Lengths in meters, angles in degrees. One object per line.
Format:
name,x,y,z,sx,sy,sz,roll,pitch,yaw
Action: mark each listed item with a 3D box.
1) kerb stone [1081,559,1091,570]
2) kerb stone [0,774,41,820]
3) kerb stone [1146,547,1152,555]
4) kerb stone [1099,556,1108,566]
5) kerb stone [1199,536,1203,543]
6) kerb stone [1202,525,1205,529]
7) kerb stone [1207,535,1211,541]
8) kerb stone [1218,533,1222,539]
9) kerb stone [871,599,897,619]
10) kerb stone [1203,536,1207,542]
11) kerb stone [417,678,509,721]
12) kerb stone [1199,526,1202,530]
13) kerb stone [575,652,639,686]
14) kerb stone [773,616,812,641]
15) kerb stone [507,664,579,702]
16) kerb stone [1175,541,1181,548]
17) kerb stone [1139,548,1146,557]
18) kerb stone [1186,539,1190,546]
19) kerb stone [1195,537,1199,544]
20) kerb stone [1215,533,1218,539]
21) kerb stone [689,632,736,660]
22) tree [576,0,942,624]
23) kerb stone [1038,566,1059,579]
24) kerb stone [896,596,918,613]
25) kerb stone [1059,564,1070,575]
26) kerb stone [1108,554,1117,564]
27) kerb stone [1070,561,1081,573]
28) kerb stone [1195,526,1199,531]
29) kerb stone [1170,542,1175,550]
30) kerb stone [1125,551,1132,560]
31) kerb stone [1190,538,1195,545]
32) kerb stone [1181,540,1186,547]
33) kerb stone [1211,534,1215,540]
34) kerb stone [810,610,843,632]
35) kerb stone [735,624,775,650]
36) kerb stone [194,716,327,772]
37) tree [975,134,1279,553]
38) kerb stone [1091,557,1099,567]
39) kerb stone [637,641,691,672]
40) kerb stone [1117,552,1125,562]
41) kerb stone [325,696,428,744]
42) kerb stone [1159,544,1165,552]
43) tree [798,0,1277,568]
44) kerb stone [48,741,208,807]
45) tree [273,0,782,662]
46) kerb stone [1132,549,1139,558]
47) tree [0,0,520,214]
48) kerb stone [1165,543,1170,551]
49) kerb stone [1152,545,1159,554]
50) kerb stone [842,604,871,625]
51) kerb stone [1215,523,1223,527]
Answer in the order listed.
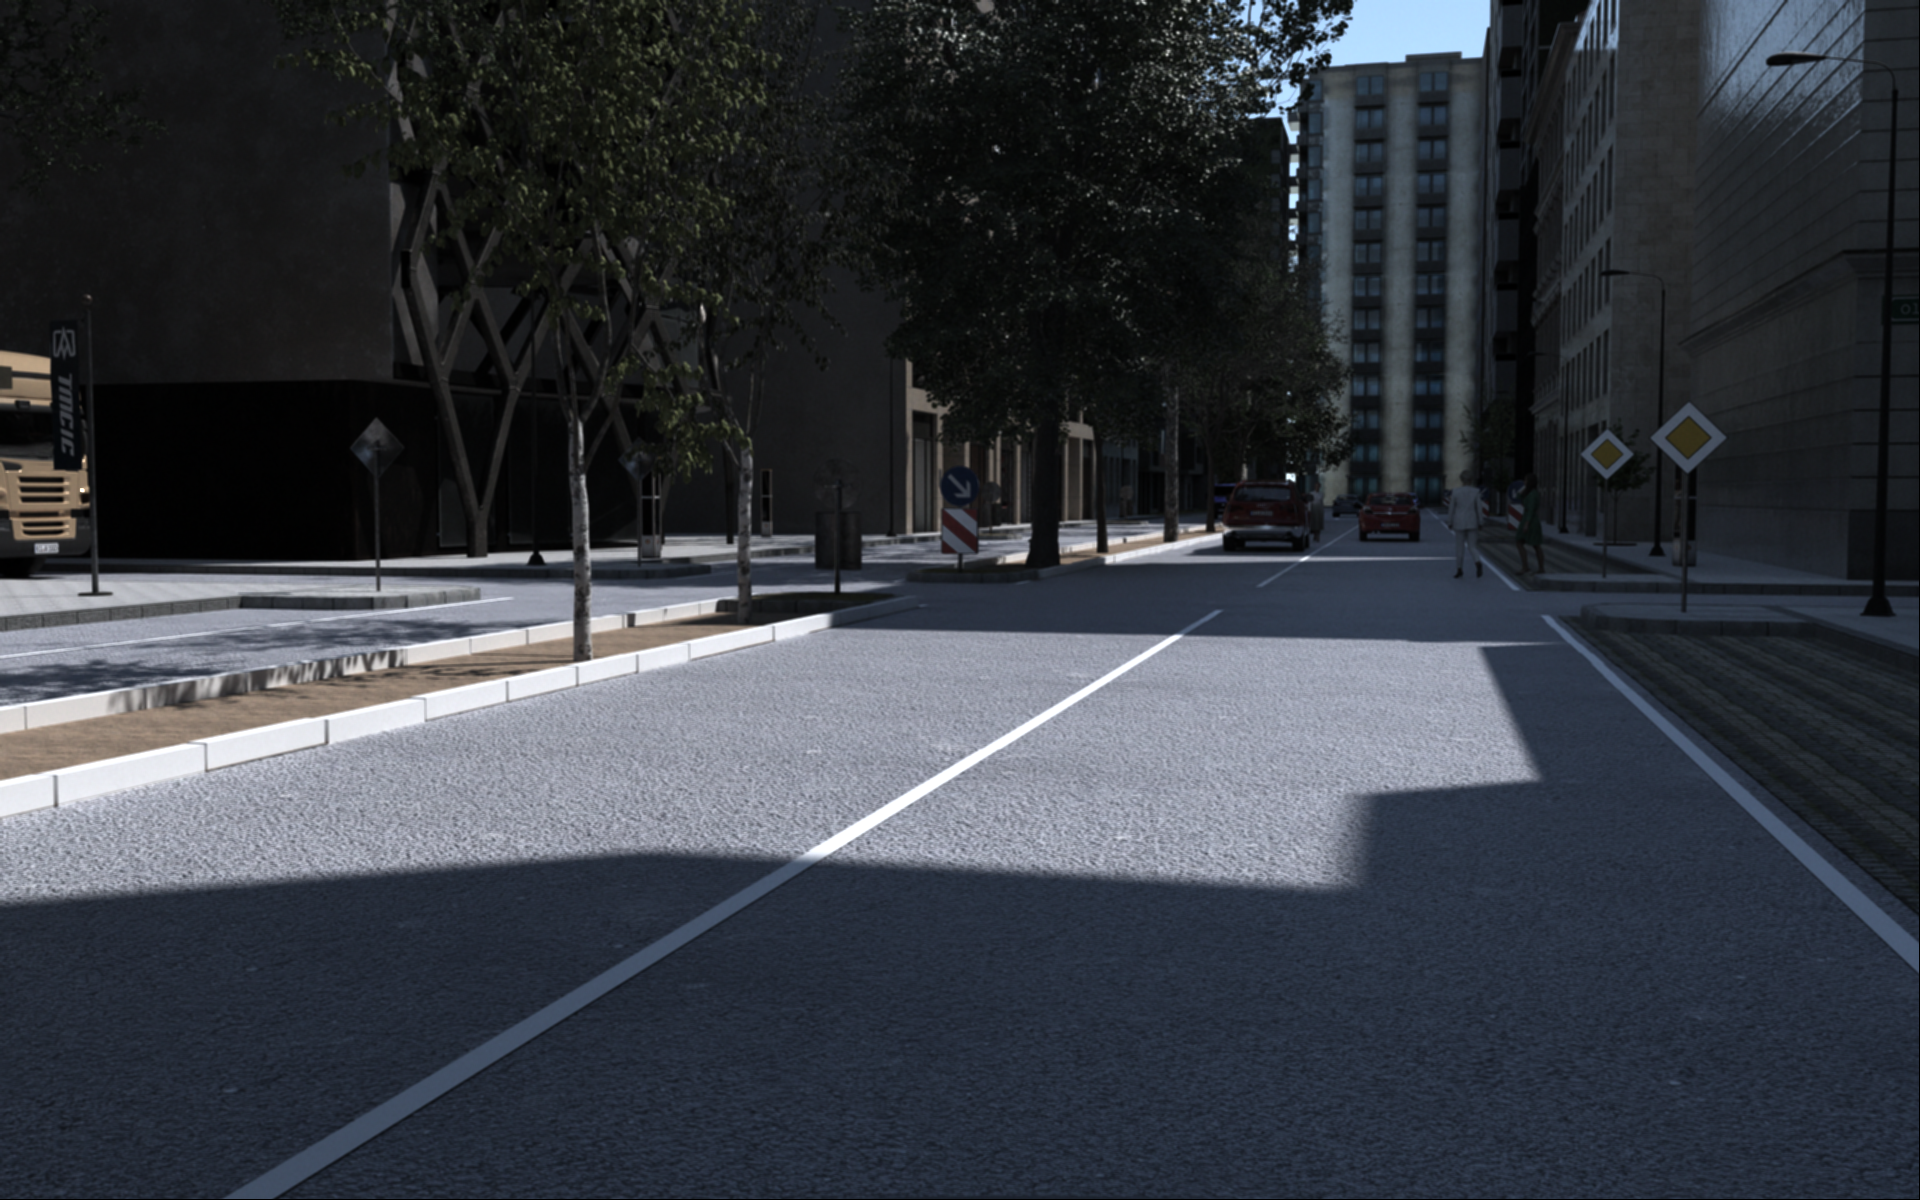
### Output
kerb stone,2.277,-0.647,32.778,0.120,0.150,1.000,1,4,15
kerb stone,-4.324,0.905,7.444,0.120,0.150,1.000,1,4,15
kerb stone,4.332,-1.129,40.714,0.120,0.150,1.000,1,4,15
kerb stone,2.785,-0.767,34.763,0.120,0.150,1.000,1,4,15
kerb stone,6.911,-1.737,50.625,0.120,0.150,1.000,1,4,15
kerb stone,9.544,-2.864,69.047,0.120,0.150,1.000,1,4,15
kerb stone,7.432,-1.855,52.611,0.120,0.150,1.000,1,4,15
kerb stone,8.212,-2.040,55.587,0.120,0.150,1.000,1,4,15
kerb stone,-0.968,0.116,20.336,0.120,0.150,1.000,1,4,15
kerb stone,7.175,-1.799,51.617,0.120,0.150,1.000,1,4,15
kerb stone,-3.295,0.660,11.406,0.120,0.150,1.000,1,4,15
kerb stone,9.279,-2.801,68.054,0.120,0.150,1.000,1,4,15
kerb stone,-2.776,0.538,13.403,0.120,0.150,1.000,1,4,15
kerb stone,-1.738,0.295,17.365,0.120,0.150,1.000,1,4,15
kerb stone,-3.036,0.601,12.405,0.120,0.150,1.000,1,4,15
kerb stone,5.630,-1.434,45.665,0.120,0.150,1.000,1,4,15
kerb stone,4.076,-1.072,39.724,0.120,0.150,1.000,1,4,15
kerb stone,6.140,-1.557,47.646,0.120,0.150,1.000,1,4,15
kerb stone,6.656,-1.674,49.625,0.120,0.150,1.000,1,4,15
kerb stone,7.953,-1.978,54.597,0.120,0.150,1.000,1,4,15
kerb stone,-2.254,0.417,15.383,0.120,0.150,1.000,1,4,15
tree,-2.322,-4.050,19.037,4.360,8.622,3.978,0,3,0
kerb stone,1.495,-0.461,29.795,0.120,0.150,1.000,1,4,15
kerb stone,-0.713,0.053,21.325,0.120,0.150,1.000,1,4,15
kerb stone,1.755,-0.526,30.792,0.120,0.150,1.000,1,4,15
kerb stone,3.039,-0.830,35.758,0.120,0.150,1.000,1,4,15
kerb stone,2.018,-0.578,31.789,0.120,0.150,1.000,1,4,15
kerb stone,9.025,-2.742,67.063,0.120,0.150,1.000,1,4,15
kerb stone,5.364,-1.375,44.677,0.120,0.150,1.000,1,4,15
kerb stone,3.559,-0.950,37.736,0.120,0.150,1.000,1,4,15
kerb stone,6.405,-1.617,48.633,0.120,0.150,1.000,1,4,15
kerb stone,5.886,-1.495,46.656,0.120,0.150,1.000,1,4,15
kerb stone,7.689,-1.921,53.600,0.120,0.150,1.000,1,4,15
kerb stone,-1.488,0.237,18.356,0.120,0.150,1.000,1,4,15
kerb stone,-2.005,0.360,16.377,0.120,0.150,1.000,1,4,15
kerb stone,-3.813,0.781,9.427,0.120,0.150,1.000,1,4,15
tree,3.563,-6.428,41.964,8.767,10.594,7.601,1,4,15
kerb stone,2.519,-0.708,33.775,0.120,0.150,1.000,1,4,15
kerb stone,-2.513,0.480,14.394,0.120,0.150,1.000,1,4,15
kerb stone,3.313,-0.887,36.743,0.120,0.150,1.000,1,4,15
kerb stone,-3.546,0.728,10.414,0.120,0.150,1.000,1,4,15
kerb stone,4.855,-1.254,42.697,0.120,0.150,1.000,1,4,15
tree,1.629,-7.593,33.257,9.857,13.997,8.962,0,3,0
kerb stone,-4.065,0.846,8.433,0.120,0.150,1.000,1,4,15
tree,-3.236,-3.759,14.272,4.737,8.622,4.395,0,3,0
kerb stone,3.817,-1.008,38.725,0.120,0.150,1.000,1,4,15
tree,-5.134,-4.365,8.240,8.767,10.594,7.601,1,4,15
kerb stone,5.111,-1.314,43.687,0.120,0.150,1.000,1,4,15
kerb stone,4.593,-1.193,41.702,0.120,0.150,1.000,1,4,15
kerb stone,-1.227,0.174,19.344,0.120,0.150,1.000,1,4,15
kerb stone,11.345,-3.289,76.000,0.120,0.150,1.000,1,4,15
